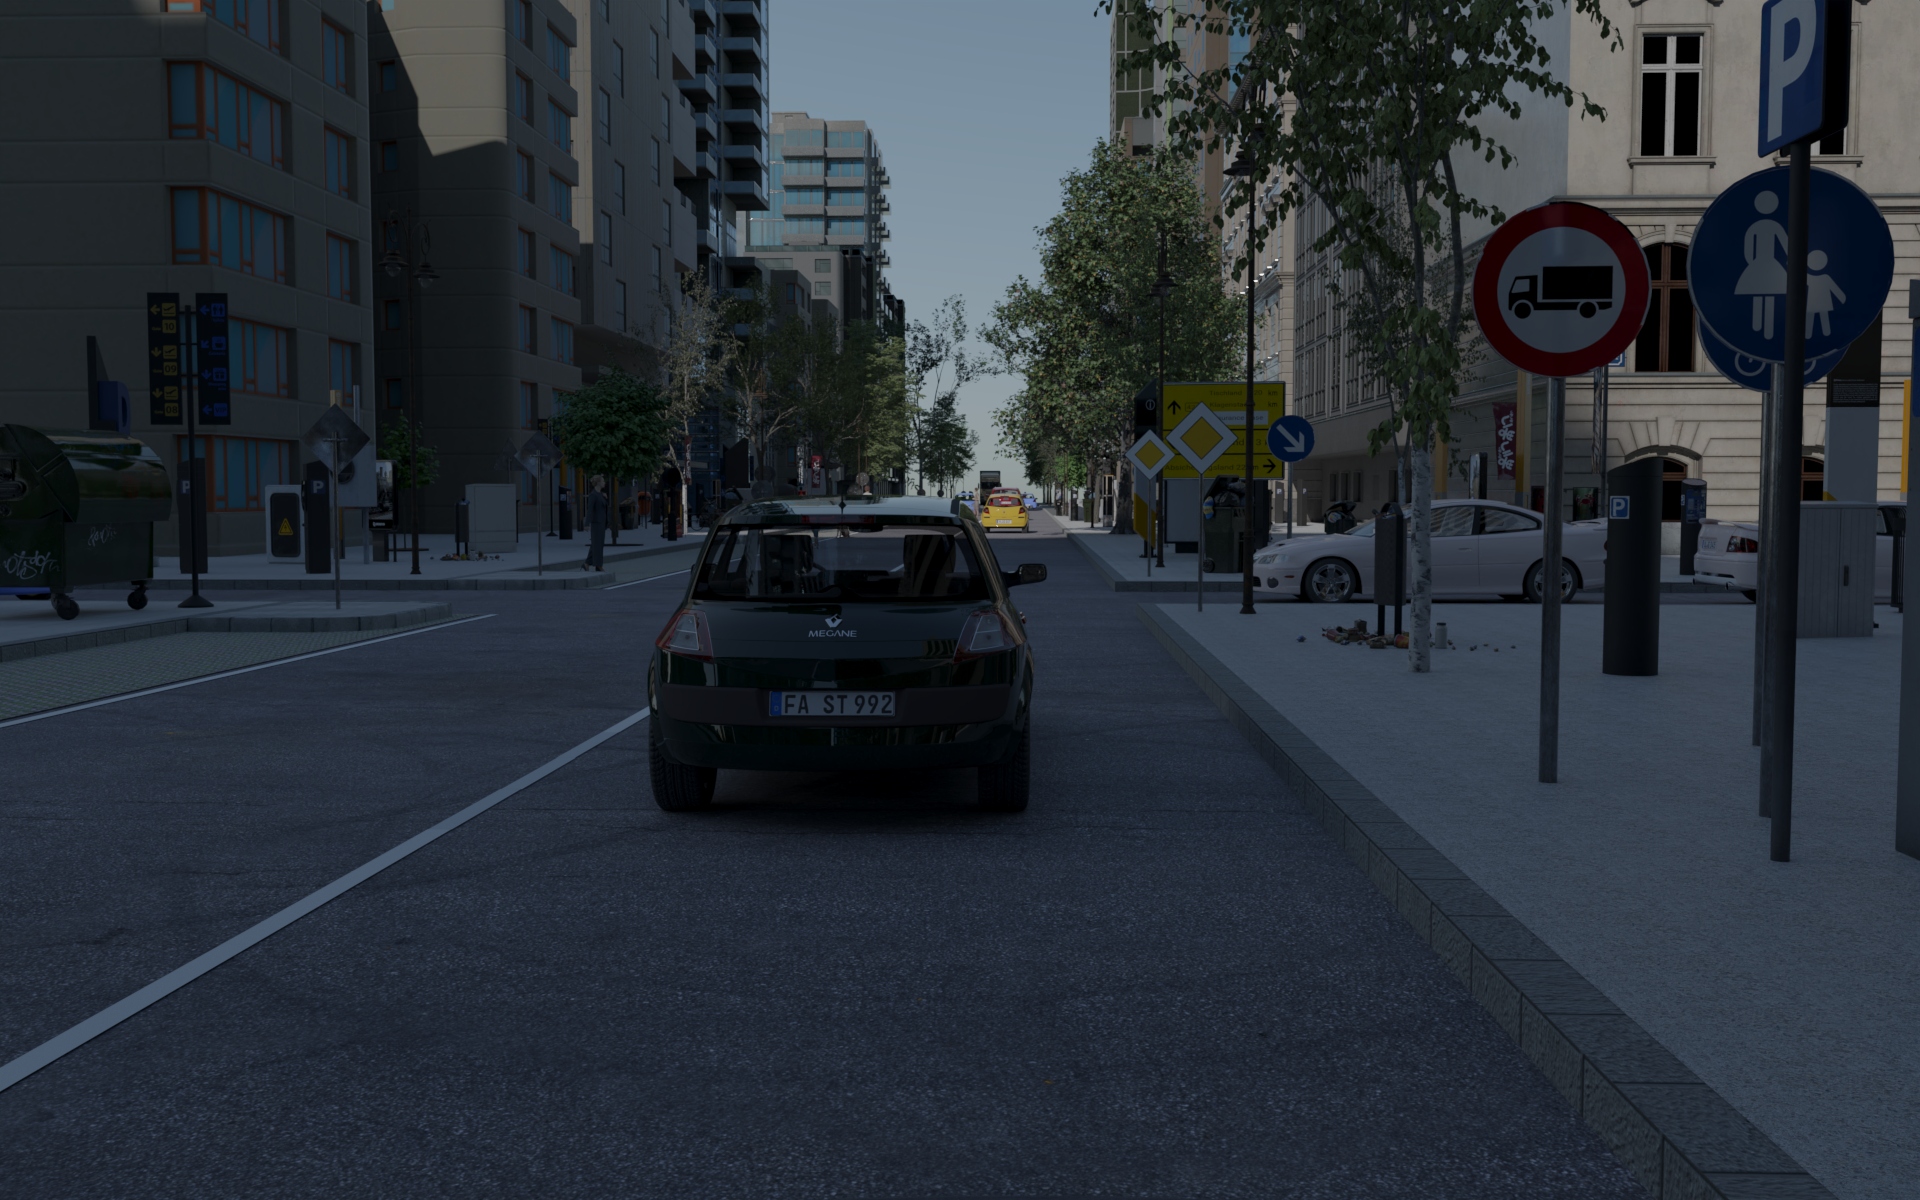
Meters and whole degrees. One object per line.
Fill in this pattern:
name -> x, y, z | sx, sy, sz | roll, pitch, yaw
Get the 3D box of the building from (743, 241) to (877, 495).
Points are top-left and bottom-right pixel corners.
building -> -17.300, -26.324, 202.100 | 14.160, 30.474, 14.107 | 0, 4, 2

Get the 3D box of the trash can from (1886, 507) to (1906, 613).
trash can -> 10.378, -0.428, 18.647 | 0.748, 1.137, 0.748 | 0, 3, 0

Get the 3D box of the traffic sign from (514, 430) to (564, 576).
traffic sign -> -6.605, -1.441, 27.200 | 0.795, 2.450, 0.064 | 0, 4, 2

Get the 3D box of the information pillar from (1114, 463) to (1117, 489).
information pillar -> 9.030, -6.762, 101.921 | 0.183, 3.616, 0.504 | -2, 4, -33

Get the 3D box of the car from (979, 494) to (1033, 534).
car -> 1.702, -3.313, 64.392 | 2.015, 1.641, 3.980 | 0, 4, 3

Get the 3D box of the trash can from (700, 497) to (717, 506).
trash can -> -11.075, -3.962, 76.436 | 0.748, 1.137, 0.748 | 0, 3, 0

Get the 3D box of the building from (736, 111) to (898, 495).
building -> -20.543, -36.961, 223.917 | 23.786, 49.044, 30.456 | 0, 4, 2

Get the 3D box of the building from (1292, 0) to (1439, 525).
building -> 21.059, -16.541, 63.949 | 14.314, 27.812, 24.014 | 0, 4, 2

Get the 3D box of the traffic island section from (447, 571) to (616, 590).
traffic island section -> -6.629, -0.305, 27.263 | 2.009, 0.180, 2.903 | 0, 4, 2

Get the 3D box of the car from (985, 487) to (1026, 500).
car -> 2.528, -5.313, 95.536 | 2.281, 1.827, 5.304 | 0, 4, 1

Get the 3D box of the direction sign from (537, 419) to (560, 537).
direction sign -> -12.354, -3.689, 52.320 | 0.379, 3.537, 0.876 | 3, 5, 43

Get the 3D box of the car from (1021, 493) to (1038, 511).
car -> 5.696, -8.481, 148.254 | 1.945, 1.707, 3.694 | 0, 4, 1

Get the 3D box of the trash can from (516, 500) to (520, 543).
trash can -> -11.383, -1.941, 43.389 | 0.748, 1.137, 0.748 | 0, 3, 0

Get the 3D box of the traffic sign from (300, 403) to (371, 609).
traffic sign -> -6.920, -0.953, 19.221 | 0.795, 2.450, 0.064 | 0, 4, 2

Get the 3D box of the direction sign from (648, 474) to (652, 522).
direction sign -> -13.995, -5.288, 78.449 | 0.379, 3.537, 0.876 | -1, 4, -15

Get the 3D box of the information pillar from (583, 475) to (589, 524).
information pillar -> -13.452, -3.511, 61.903 | 0.304, 2.012, 0.304 | 1, 4, 9

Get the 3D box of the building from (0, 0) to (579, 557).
building -> -28.318, -12.510, 49.576 | 27.650, 21.520, 28.899 | 0, 4, 2

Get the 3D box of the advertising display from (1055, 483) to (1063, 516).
advertising display -> 5.773, -5.845, 100.784 | 0.123, 1.923, 0.974 | -1, 4, -16

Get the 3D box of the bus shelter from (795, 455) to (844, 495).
bus shelter -> -7.538, -6.069, 93.155 | 2.014, 3.302, 5.546 | 0, 4, 2

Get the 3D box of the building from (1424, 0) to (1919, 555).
building -> 29.628, -13.515, 40.060 | 34.723, 24.649, 14.460 | 0, 4, 2

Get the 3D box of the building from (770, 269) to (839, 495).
building -> -25.736, -18.570, 148.666 | 27.650, 21.520, 28.899 | 0, 4, 2

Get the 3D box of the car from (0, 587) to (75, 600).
car -> -13.387, -0.773, 22.234 | 3.694, 1.707, 1.945 | 0, 4, 3

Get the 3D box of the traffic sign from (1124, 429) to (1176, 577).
traffic sign -> 2.931, -1.417, 26.805 | 0.795, 2.450, 0.064 | 0, 4, 2

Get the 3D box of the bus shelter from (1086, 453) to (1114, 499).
bus shelter -> 7.523, -6.335, 94.852 | 1.731, 3.624, 6.357 | 0, 4, 2

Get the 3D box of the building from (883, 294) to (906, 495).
building -> -15.230, -29.086, 247.249 | 14.160, 30.474, 14.107 | 0, 4, 2

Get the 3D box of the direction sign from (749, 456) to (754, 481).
direction sign -> -12.534, -6.769, 102.671 | 0.876, 3.537, 0.379 | 3, 4, 37

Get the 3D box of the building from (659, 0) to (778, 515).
building -> -23.910, -49.176, 116.694 | 22.319, 86.520, 31.000 | 0, 4, 2

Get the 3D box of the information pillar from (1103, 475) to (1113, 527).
information pillar -> 5.764, -3.853, 67.487 | 0.304, 2.012, 0.304 | -2, 4, -25

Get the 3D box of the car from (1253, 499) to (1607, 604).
car -> 6.186, -0.638, 22.790 | 4.827, 1.381, 2.083 | 0, 4, 1

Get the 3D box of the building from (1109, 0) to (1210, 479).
building -> 29.914, -49.593, 249.097 | 20.563, 71.187, 20.611 | 0, 4, 2

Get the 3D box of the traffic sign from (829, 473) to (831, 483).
traffic sign -> -7.631, -5.967, 97.671 | 0.768, 2.556, 0.104 | 0, 4, 3

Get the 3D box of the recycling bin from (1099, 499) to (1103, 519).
recycling bin -> 7.105, -4.629, 88.244 | 0.722, 1.027, 0.722 | -3, 5, -41

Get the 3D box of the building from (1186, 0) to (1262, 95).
building -> 23.066, -28.693, 119.248 | 14.600, 45.320, 14.200 | 0, 4, 2

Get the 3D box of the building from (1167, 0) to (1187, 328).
building -> 22.789, -27.518, 133.511 | 14.154, 41.232, 14.086 | 0, 4, 2

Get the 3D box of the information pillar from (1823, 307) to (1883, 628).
information pillar -> 8.540, -1.541, 16.555 | 0.504, 3.616, 0.183 | 0, 4, 2

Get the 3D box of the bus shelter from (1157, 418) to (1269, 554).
bus shelter -> 5.108, -2.508, 34.926 | 2.014, 3.302, 5.546 | 0, 4, 2

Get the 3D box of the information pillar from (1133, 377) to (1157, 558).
information pillar -> 3.722, -2.652, 34.712 | 0.504, 3.616, 0.183 | -2, 4, -24

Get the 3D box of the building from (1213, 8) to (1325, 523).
building -> 20.435, -17.827, 88.738 | 12.463, 27.353, 25.104 | 0, 4, 2

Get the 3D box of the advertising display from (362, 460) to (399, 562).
advertising display -> -11.010, -1.692, 32.875 | 0.974, 1.923, 0.123 | 2, 4, 35

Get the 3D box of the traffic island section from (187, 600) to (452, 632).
traffic island section -> -6.944, 0.183, 19.284 | 2.009, 0.180, 2.903 | 0, 4, 2

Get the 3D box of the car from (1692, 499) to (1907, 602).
car -> 11.880, -0.585, 21.927 | 4.827, 1.381, 2.083 | 0, 4, 4

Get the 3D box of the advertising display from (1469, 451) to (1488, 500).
advertising display -> 7.946, -1.308, 26.607 | 0.123, 1.923, 0.974 | 0, 4, 7

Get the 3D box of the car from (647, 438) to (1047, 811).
car -> -0.518, 0.035, 9.222 | 2.009, 1.686, 4.222 | 0, 4, 0

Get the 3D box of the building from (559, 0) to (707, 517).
building -> -28.768, -30.481, 87.597 | 28.713, 52.752, 27.495 | 0, 4, 2

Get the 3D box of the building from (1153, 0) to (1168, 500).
building -> 27.729, -37.431, 154.000 | 21.231, 58.520, 28.212 | 0, 4, 2

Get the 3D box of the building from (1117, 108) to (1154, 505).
building -> 25.542, -33.723, 201.487 | 14.600, 45.320, 14.200 | 0, 4, 2

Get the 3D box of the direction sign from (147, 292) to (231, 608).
direction sign -> -8.679, -1.686, 19.564 | 0.876, 3.537, 0.379 | 0, 4, -4

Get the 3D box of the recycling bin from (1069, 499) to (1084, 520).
recycling bin -> 5.743, -4.413, 84.699 | 0.722, 1.027, 0.722 | -1, 4, -9

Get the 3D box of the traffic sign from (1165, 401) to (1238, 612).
traffic sign -> 2.616, -0.929, 18.826 | 0.795, 2.450, 0.064 | 0, 4, 2

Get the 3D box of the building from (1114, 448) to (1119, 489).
building -> 31.210, -36.957, 223.852 | 23.786, 49.044, 30.456 | 0, 4, 2

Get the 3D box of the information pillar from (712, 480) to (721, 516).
information pillar -> -12.578, -5.196, 89.439 | 0.304, 2.012, 0.304 | 3, 5, 39

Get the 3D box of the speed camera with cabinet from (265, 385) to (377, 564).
speed camera with cabinet -> -11.703, -2.283, 31.669 | 2.038, 3.252, 0.660 | 1, 4, 18

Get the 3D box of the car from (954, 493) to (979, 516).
car -> 0.320, -6.508, 115.991 | 1.945, 1.707, 3.694 | 0, 4, 2
